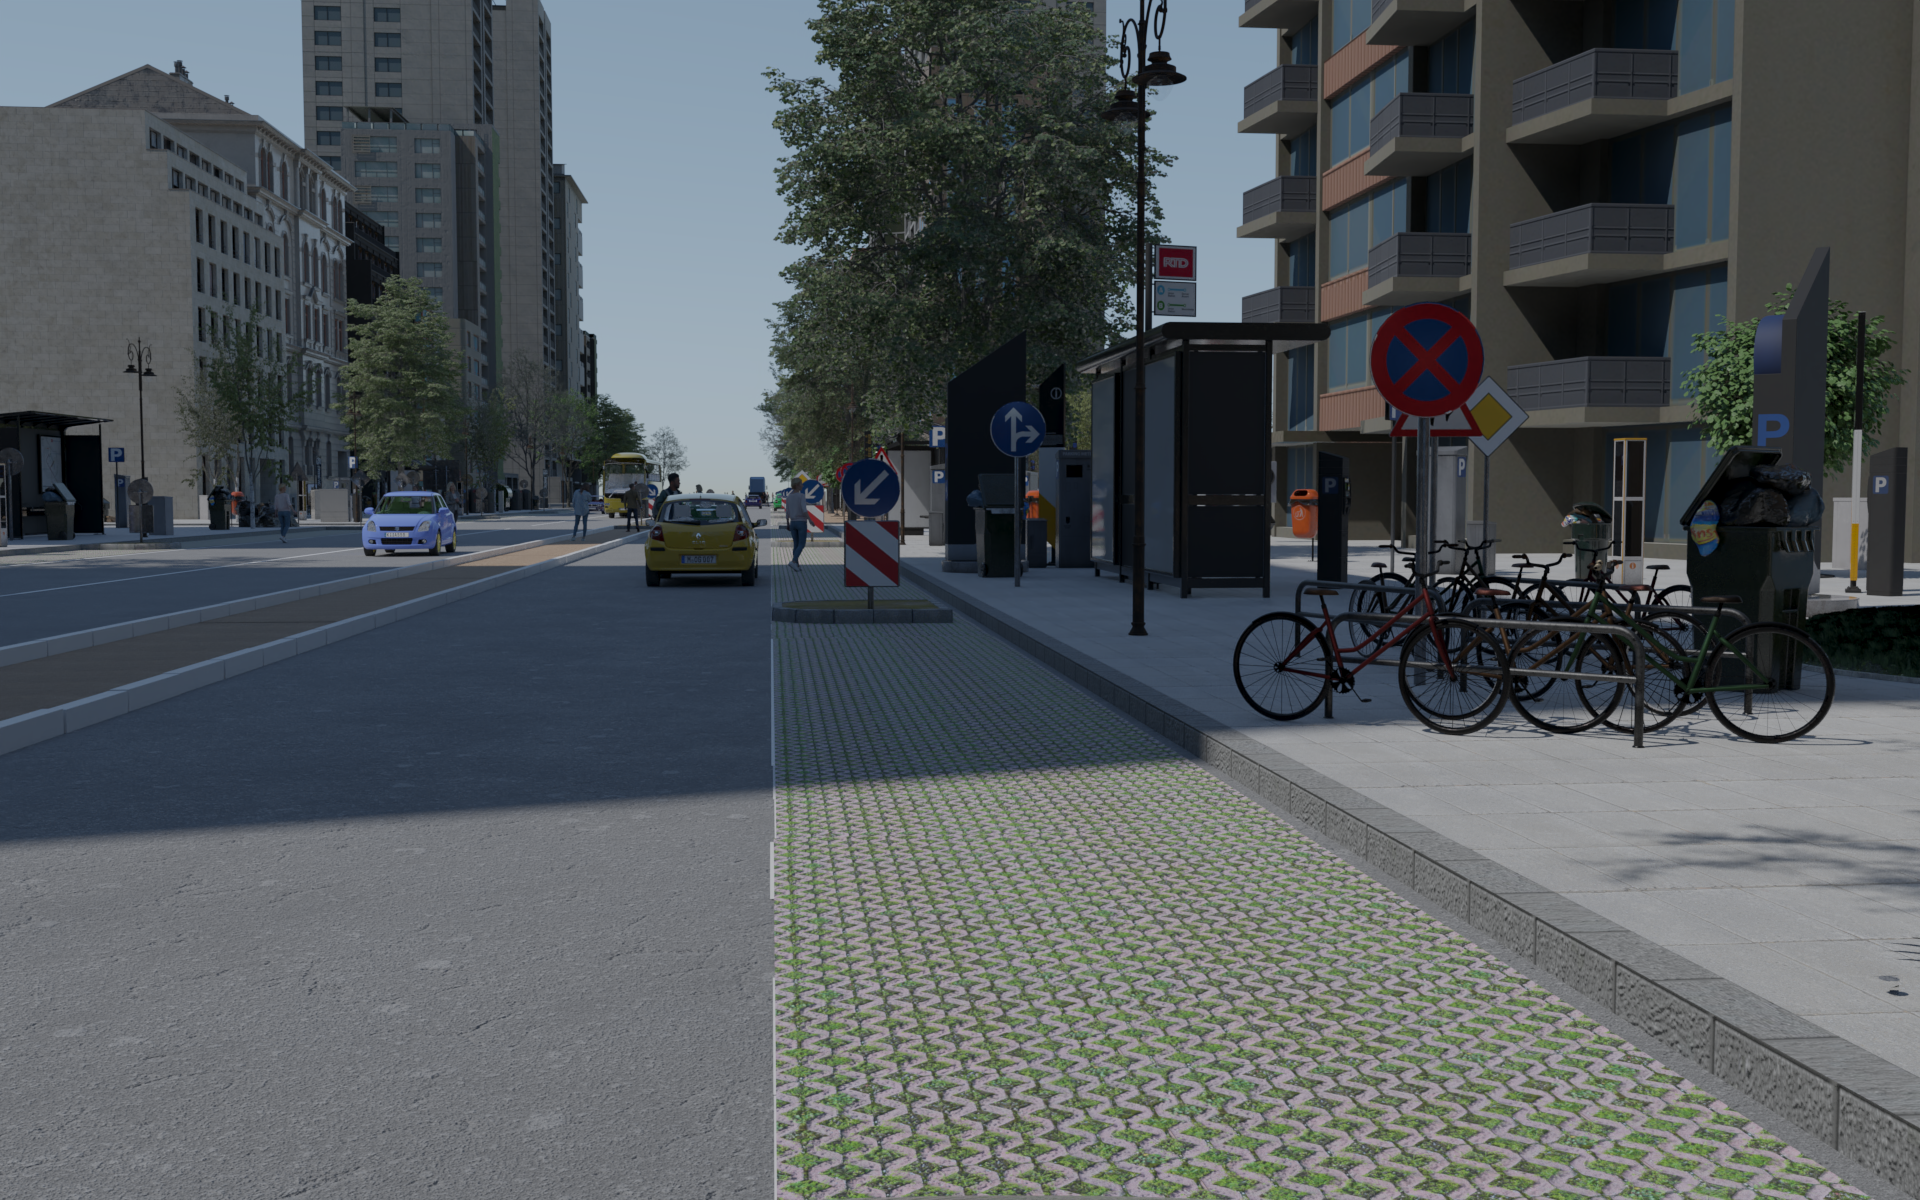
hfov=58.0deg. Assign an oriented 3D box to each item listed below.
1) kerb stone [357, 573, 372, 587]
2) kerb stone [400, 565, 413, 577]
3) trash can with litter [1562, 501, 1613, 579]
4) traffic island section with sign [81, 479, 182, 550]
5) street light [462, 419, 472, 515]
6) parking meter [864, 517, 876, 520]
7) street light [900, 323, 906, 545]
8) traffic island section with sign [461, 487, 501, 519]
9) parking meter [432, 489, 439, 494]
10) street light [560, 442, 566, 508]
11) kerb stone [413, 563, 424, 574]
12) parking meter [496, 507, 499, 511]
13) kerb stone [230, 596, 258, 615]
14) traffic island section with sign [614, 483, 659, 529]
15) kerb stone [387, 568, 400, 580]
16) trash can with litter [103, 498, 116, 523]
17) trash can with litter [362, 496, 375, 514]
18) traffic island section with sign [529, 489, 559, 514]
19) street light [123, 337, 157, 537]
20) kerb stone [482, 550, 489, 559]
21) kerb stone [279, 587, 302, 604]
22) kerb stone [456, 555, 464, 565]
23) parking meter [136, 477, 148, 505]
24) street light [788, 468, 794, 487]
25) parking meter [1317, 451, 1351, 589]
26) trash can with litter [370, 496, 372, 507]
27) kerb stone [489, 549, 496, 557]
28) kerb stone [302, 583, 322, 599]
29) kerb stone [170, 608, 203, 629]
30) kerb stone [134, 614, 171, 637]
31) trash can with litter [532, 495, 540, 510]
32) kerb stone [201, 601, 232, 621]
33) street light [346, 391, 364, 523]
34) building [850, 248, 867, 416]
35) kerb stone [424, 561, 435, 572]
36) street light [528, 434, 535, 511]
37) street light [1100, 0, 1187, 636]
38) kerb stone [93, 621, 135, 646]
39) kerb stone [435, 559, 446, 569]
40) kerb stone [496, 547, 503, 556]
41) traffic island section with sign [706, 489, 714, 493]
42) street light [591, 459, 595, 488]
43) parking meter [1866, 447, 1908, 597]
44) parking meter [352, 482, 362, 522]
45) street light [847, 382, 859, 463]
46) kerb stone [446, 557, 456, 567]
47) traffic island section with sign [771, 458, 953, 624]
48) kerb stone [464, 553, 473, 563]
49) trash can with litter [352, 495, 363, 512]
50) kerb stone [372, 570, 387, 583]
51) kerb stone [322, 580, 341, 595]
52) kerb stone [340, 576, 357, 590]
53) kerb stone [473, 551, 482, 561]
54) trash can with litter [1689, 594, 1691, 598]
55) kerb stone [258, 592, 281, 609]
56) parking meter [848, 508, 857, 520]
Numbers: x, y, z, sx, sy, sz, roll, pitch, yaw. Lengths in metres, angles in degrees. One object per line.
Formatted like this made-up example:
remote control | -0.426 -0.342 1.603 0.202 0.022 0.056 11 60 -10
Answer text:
kerb stone | -9.347 -0.285 26.896 0.120 0.150 1.000 0 4 -6
kerb stone | -9.674 -0.475 29.966 0.120 0.150 1.000 0 4 -6
trash can with litter | 9.647 -0.905 26.182 1.055 1.170 0.624 -3 4 -36
traffic island section with sign | -21.441 -2.225 45.001 1.989 1.847 2.006 0 4 -6
street light | -30.255 -8.159 106.185 0.468 5.910 1.993 0 4 -6
parking meter | -2.852 -2.830 54.688 0.372 1.533 0.369 0 3 0
street light | -1.445 -4.323 43.470 0.468 5.910 1.993 0 4 -6
traffic island section with sign | -27.326 -5.519 98.864 1.989 1.847 2.006 0 4 -6
parking meter | -28.605 -5.261 94.435 0.372 1.533 0.369 0 3 0
street light | -35.427 -11.112 154.476 0.468 5.910 1.993 0 4 -6
kerb stone | -9.791 -0.537 30.983 0.120 0.150 1.000 0 4 -6
parking meter | -34.334 -7.364 128.804 0.372 1.533 0.369 0 3 0
kerb stone | -8.675 0.086 20.793 0.120 0.150 1.000 0 4 -6
traffic island section with sign | -13.145 -3.854 71.145 2.006 1.907 1.989 0 4 -6
kerb stone | -9.569 -0.410 28.940 0.120 0.150 1.000 0 4 -6
trash can with litter | -38.387 -4.074 78.004 1.055 1.170 0.624 1 4 18
trash can with litter | -38.155 -6.153 111.992 0.624 1.170 1.055 3 5 40
traffic island section with sign | -30.338 -7.199 126.325 1.989 1.847 2.006 0 4 -6
street light | -24.139 -4.790 51.111 0.468 5.910 1.993 0 4 -6
kerb stone | -10.568 -0.974 38.133 0.120 0.150 1.000 0 4 -6
kerb stone | -8.904 -0.039 22.825 0.120 0.150 1.000 0 4 -6
kerb stone | -10.240 -0.788 35.074 0.120 0.150 1.000 0 4 -6
parking meter | -28.201 -3.302 59.694 0.399 1.863 0.255 0 4 0
street light | -27.714 -19.033 283.969 0.468 5.910 1.993 0 4 -6
parking meter | 5.068 -1.086 23.465 0.399 1.863 0.255 2 4 32
trash can with litter | -42.034 -6.974 125.084 2.233 1.210 1.678 1 4 14
kerb stone | -10.686 -1.037 39.156 0.120 0.150 1.000 0 4 -6
kerb stone | -9.010 -0.101 23.842 0.120 0.150 1.000 0 4 -6
kerb stone | -8.451 0.213 18.748 0.120 0.150 1.000 0 4 -6
kerb stone | -8.339 0.274 17.722 0.120 0.150 1.000 0 4 -6
trash can with litter | -35.556 -8.151 144.655 0.624 1.170 1.055 -1 4 -19
kerb stone | -8.561 0.152 19.772 0.120 0.150 1.000 0 4 -6
street light | -27.069 -6.409 77.576 0.468 5.910 1.993 0 4 -6
building | -7.864 -39.481 300.135 22.147 44.769 28.867 0 4 -6
kerb stone | -9.906 -0.600 32.002 0.120 0.150 1.000 0 4 -6
street light | -33.202 -9.866 134.094 0.468 5.910 1.993 0 4 -6
street light | 1.621 -2.617 15.574 0.468 5.910 1.993 0 4 -6
kerb stone | -8.226 0.336 16.705 0.120 0.150 1.000 0 4 -6
kerb stone | -10.010 -0.663 33.036 0.120 0.150 1.000 0 4 -6
kerb stone | -10.796 -1.099 40.172 0.120 0.150 1.000 0 4 -6
traffic island section with sign | -22.121 -8.873 153.203 2.006 1.907 1.989 0 4 -6
street light | -38.572 -12.821 182.405 0.468 5.910 1.993 0 4 -6
parking meter | 11.661 -0.985 21.810 0.255 1.863 0.399 -1 4 -21
parking meter | -27.464 -4.479 78.949 0.399 1.863 0.255 3 4 36
street light | -4.430 -6.030 71.375 0.468 5.910 1.993 0 4 -6
kerb stone | -10.119 -0.723 34.058 0.120 0.150 1.000 0 4 -6
traffic island section with sign | -1.174 -0.693 19.952 1.989 1.847 2.006 0 4 -6
kerb stone | -10.349 -0.850 36.090 0.120 0.150 1.000 0 4 -6
trash can with litter | -36.241 -5.621 102.956 1.678 1.210 2.233 -1 4 -12
kerb stone | -9.449 -0.350 27.914 0.120 0.150 1.000 0 4 -6
kerb stone | -9.115 -0.163 24.862 0.120 0.150 1.000 0 4 -6
kerb stone | -9.232 -0.225 25.880 0.120 0.150 1.000 0 4 -6
kerb stone | -10.451 -0.911 37.112 0.120 0.150 1.000 0 4 -6
trash can with litter | 9.842 -0.638 21.486 1.678 1.210 2.233 0 4 -1
kerb stone | -8.784 0.024 21.809 0.120 0.150 1.000 0 4 -6
parking meter | -4.322 -3.894 69.383 0.255 1.863 0.399 -2 4 -29
